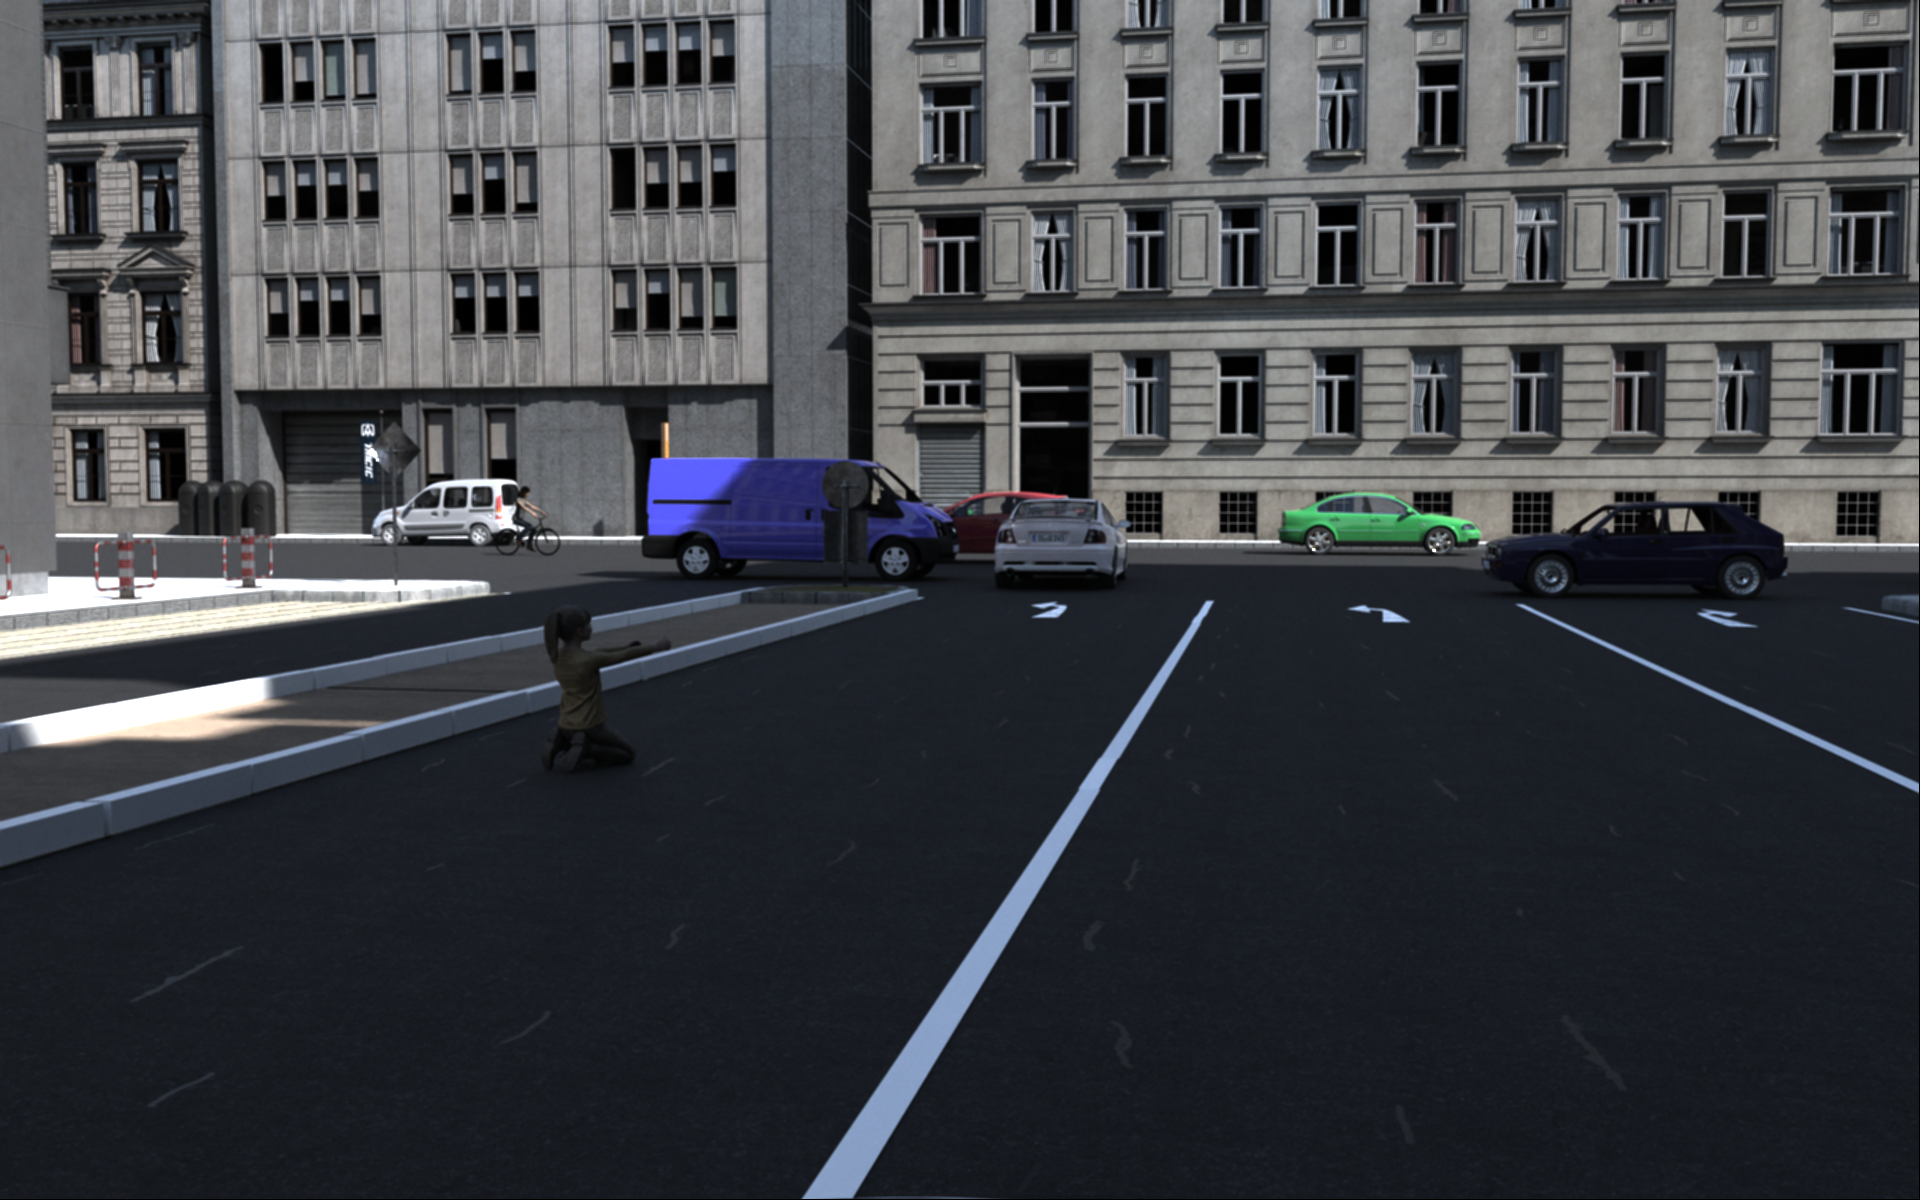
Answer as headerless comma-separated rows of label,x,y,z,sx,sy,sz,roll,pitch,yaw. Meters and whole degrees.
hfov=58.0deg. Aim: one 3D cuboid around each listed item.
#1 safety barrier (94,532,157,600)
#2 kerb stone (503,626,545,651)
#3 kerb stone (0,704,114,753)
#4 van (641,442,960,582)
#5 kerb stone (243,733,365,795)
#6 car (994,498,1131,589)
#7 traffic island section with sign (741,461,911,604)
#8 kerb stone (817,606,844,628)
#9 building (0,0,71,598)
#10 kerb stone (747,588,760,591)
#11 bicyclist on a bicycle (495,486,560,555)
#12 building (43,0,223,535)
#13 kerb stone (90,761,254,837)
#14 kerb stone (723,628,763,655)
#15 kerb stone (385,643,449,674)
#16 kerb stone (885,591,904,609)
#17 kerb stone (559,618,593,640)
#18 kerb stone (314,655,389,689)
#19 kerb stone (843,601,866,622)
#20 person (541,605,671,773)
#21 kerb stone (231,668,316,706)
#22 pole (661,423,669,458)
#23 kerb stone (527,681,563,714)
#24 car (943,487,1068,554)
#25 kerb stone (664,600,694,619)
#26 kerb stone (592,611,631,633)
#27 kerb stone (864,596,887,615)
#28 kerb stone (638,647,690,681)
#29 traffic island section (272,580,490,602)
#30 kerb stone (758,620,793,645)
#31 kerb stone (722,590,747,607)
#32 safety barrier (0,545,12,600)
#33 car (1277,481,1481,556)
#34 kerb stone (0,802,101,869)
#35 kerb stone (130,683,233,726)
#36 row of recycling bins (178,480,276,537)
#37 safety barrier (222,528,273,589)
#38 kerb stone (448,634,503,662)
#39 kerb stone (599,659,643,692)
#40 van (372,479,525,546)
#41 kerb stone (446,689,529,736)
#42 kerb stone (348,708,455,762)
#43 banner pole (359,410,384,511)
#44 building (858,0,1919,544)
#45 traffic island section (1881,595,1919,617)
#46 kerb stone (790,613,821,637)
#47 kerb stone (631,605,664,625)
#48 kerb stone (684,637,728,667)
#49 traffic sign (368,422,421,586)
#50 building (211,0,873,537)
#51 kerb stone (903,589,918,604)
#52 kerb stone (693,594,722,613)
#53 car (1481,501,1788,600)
safety barrier,-10.139,-0.415,21.062,0.300,0.817,1.120,1,4,10
kerb stone,-4.103,0.375,16.159,0.120,0.150,1.000,1,4,10
kerb stone,-5.225,0.740,10.097,0.120,0.150,1.000,1,4,10
van,-2.631,-1.531,29.408,5.245,2.365,2.240,1,4,10
kerb stone,-3.334,0.827,8.747,0.120,0.150,1.000,1,4,10
car,1.666,-0.941,27.754,2.083,1.381,4.827,1,4,9
traffic island section with sign,-1.697,-0.929,23.330,2.006,1.907,1.989,1,4,10
kerb stone,-1.470,0.204,18.867,0.120,0.150,1.000,1,4,10
building,-27.275,-12.221,18.873,30.058,24.678,14.314,1,4,10
kerb stone,-2.803,-0.064,23.241,0.120,0.150,1.000,1,4,10
bicyclist on a bicycle,-10.106,-1.862,40.458,1.625,1.676,1.499,1,4,9
building,-31.461,-11.949,59.991,19.286,19.102,10.561,1,4,10
kerb stone,-3.514,0.884,7.738,0.120,0.150,1.000,1,4,10
kerb stone,-2.032,0.390,15.823,0.120,0.150,1.000,1,4,10
kerb stone,-4.482,0.493,14.136,0.120,0.150,1.000,1,4,10
kerb stone,-0.905,0.021,21.920,0.120,0.150,1.000,1,4,10
kerb stone,-3.918,0.309,17.173,0.120,0.150,1.000,1,4,10
kerb stone,-4.658,0.559,13.127,0.120,0.150,1.000,1,4,10
kerb stone,-1.282,0.141,19.882,0.120,0.150,1.000,1,4,10
person,-1.890,0.445,9.141,0.347,0.859,0.695,3,5,41
kerb stone,-4.855,0.618,12.120,0.120,0.150,1.000,1,4,10
pole,-8.438,-3.410,49.603,0.158,3.312,0.155,0,3,0
kerb stone,-2.769,0.647,11.779,0.120,0.150,1.000,1,4,10
car,0.548,-1.665,36.268,4.494,1.783,2.155,1,4,11
kerb stone,-3.359,0.125,20.210,0.120,0.150,1.000,1,4,10
kerb stone,-3.726,0.245,18.187,0.120,0.150,1.000,1,4,10
kerb stone,-1.087,0.079,20.901,0.120,0.150,1.000,1,4,10
kerb stone,-2.399,0.514,13.799,0.120,0.150,1.000,1,4,10
traffic island section,-7.912,-0.119,24.233,2.009,0.180,2.903,1,4,10
kerb stone,-1.843,0.328,16.836,0.120,0.150,1.000,1,4,10
kerb stone,-2.979,-0.001,22.228,0.120,0.150,1.000,1,4,10
safety barrier,-10.596,-0.264,18.586,0.300,0.817,1.120,1,4,10
car,9.930,-1.979,41.149,4.718,1.807,1.959,1,4,12
kerb stone,-3.710,0.946,6.721,0.120,0.150,1.000,1,4,10
kerb stone,-5.033,0.678,11.109,0.120,0.150,1.000,1,4,10
row of recycling bins,-22.304,-2.785,52.652,3.534,1.692,1.069,1,4,22
safety barrier,-9.681,-0.568,23.556,0.300,0.817,1.120,1,4,10
kerb stone,-4.294,0.431,15.145,0.120,0.150,1.000,1,4,10
kerb stone,-2.597,0.575,12.790,0.120,0.150,1.000,1,4,10
van,-14.314,-2.527,48.329,4.112,2.044,2.013,1,4,11
kerb stone,-2.964,0.699,10.764,0.120,0.150,1.000,1,4,10
kerb stone,-3.150,0.761,9.755,0.120,0.150,1.000,1,4,10
banner pole,-17.481,-3.773,51.701,0.863,3.779,0.401,-2,4,-28
building,12.787,-13.465,53.442,30.059,22.955,16.112,1,4,10
traffic island section,12.289,0.108,20.516,2.009,0.180,2.903,1,4,10
kerb stone,-1.651,0.266,17.843,0.120,0.150,1.000,1,4,10
kerb stone,-3.538,0.183,19.200,0.120,0.150,1.000,1,4,10
kerb stone,-2.218,0.452,14.808,0.120,0.150,1.000,1,4,10
traffic sign,-7.887,-1.255,24.167,0.795,2.450,0.064,1,4,10
building,-11.949,-14.621,57.069,19.932,24.808,12.078,1,4,10
kerb stone,-0.719,-0.040,22.928,0.120,0.150,1.000,1,4,10
kerb stone,-3.165,0.060,21.216,0.120,0.150,1.000,1,4,10
car,9.431,-0.726,24.446,3.894,1.354,1.945,1,4,9
